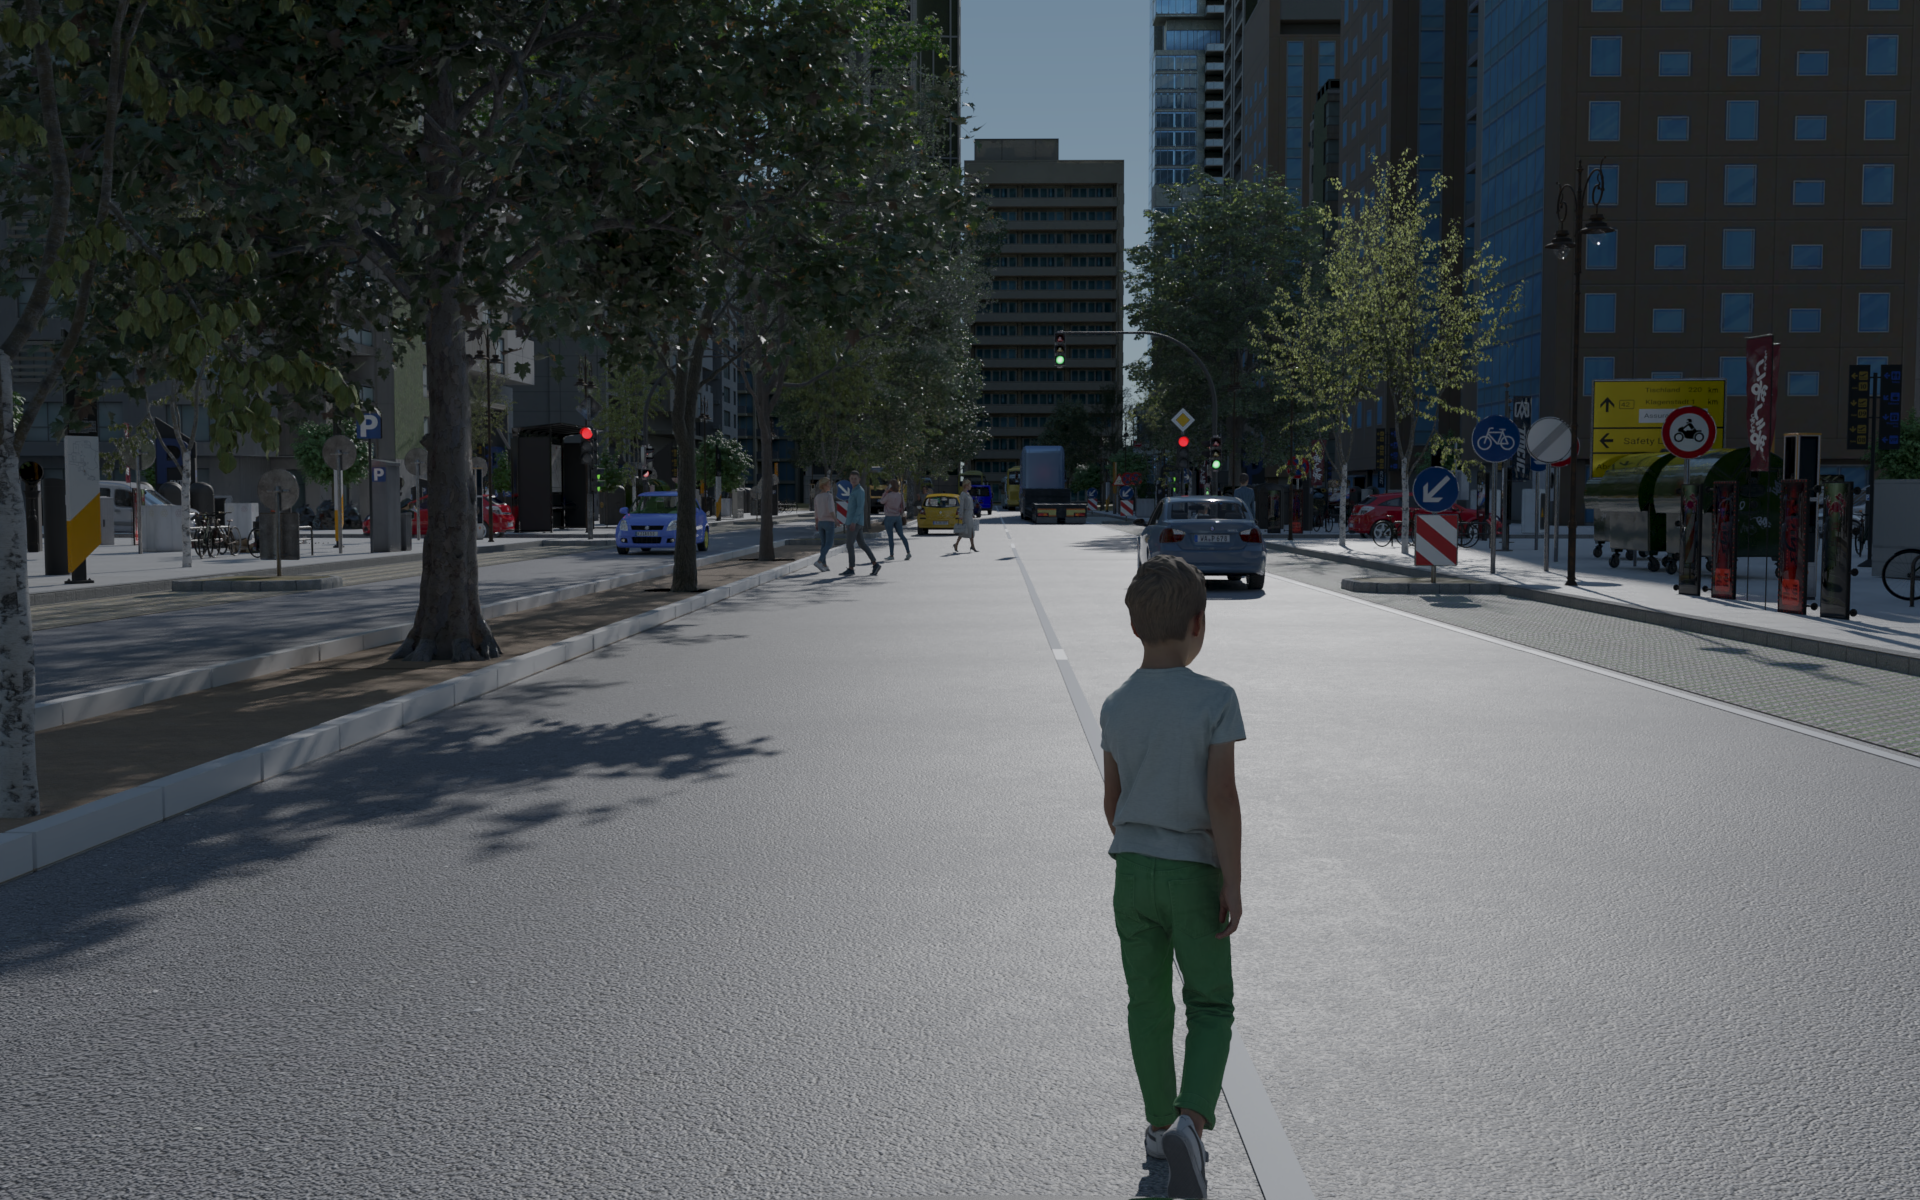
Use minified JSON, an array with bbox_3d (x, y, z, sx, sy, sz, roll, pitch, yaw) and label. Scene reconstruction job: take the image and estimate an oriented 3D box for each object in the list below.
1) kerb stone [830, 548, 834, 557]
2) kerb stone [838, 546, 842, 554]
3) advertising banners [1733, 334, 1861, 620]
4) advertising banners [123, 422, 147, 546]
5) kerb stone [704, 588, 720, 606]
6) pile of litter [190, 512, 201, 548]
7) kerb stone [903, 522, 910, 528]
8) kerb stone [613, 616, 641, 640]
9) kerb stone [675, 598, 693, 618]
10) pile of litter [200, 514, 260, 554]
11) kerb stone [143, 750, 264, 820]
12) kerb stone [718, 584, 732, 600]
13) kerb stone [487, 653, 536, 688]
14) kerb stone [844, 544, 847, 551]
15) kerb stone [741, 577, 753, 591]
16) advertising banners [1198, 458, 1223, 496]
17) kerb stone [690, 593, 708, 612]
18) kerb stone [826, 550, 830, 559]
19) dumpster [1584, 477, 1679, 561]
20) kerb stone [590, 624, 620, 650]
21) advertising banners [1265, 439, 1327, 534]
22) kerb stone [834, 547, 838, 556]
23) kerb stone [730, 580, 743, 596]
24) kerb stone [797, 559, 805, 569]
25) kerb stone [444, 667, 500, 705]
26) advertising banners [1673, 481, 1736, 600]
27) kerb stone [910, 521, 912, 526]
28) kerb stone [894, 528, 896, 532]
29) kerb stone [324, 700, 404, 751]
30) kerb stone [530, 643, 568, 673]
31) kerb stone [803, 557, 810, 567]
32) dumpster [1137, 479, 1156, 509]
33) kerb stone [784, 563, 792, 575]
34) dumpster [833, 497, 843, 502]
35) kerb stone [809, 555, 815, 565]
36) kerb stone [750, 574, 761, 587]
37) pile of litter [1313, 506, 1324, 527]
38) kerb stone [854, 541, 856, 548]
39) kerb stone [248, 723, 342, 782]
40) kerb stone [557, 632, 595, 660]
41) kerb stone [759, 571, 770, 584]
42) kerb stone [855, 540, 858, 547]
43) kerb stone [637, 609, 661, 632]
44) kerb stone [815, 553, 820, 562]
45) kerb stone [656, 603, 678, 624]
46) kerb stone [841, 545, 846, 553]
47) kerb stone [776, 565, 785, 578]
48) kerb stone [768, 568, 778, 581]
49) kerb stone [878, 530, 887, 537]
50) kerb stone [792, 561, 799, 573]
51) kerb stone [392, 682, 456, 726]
[{"bbox_3d":[-2.993,-1.021,38.883,0.120,0.150,1.000,0,4,1],"label":"kerb stone"},{"bbox_3d":[-2.953,-1.144,40.927,0.120,0.150,1.000,0,4,1],"label":"kerb stone"},{"bbox_3d":[8.939,-1.364,18.489,0.090,3.025,2.074,0,4,-6],"label":"advertising banners"},{"bbox_3d":[-20.618,-2.881,43.292,0.090,3.025,2.074,-1,4,-13],"label":"advertising banners"},{"bbox_3d":[-3.282,-0.017,22.479,0.120,0.150,1.000,0,4,1],"label":"kerb stone"},{"bbox_3d":[-17.956,-1.679,41.409,1.719,0.858,1.176,2,4,25],"label":"pile of litter"},{"bbox_3d":[-2.347,-3.244,75.230,0.120,0.150,1.000,0,4,1],"label":"kerb stone"},{"bbox_3d":[-3.377,0.297,17.340,0.120,0.150,1.000,0,4,1],"label":"kerb stone"},{"bbox_3d":[-3.322,0.112,20.425,0.120,0.150,1.000,0,4,1],"label":"kerb stone"},{"bbox_3d":[-15.510,-1.473,38.043,1.176,0.858,1.719,3,5,44],"label":"pile of litter"},{"bbox_3d":[-3.541,0.862,8.101,0.120,0.150,1.000,0,4,1],"label":"kerb stone"},{"bbox_3d":[-3.271,-0.080,23.507,0.120,0.150,1.000,0,4,1],"label":"kerb stone"},{"bbox_3d":[-3.449,0.548,13.235,0.120,0.150,1.000,0,4,1],"label":"kerb stone"},{"bbox_3d":[-2.923,-1.269,42.975,0.120,0.150,1.000,0,4,1],"label":"kerb stone"},{"bbox_3d":[-3.227,-0.206,25.562,0.120,0.150,1.000,0,4,1],"label":"kerb stone"},{"bbox_3d":[11.943,-5.161,80.574,2.074,3.025,0.090,-1,4,-22],"label":"advertising banners"},{"bbox_3d":[-3.300,0.051,21.447,0.120,0.150,1.000,0,4,1],"label":"kerb stone"},{"bbox_3d":[-3.000,-0.958,37.857,0.120,0.150,1.000,0,4,1],"label":"kerb stone"},{"bbox_3d":[13.352,-1.932,34.089,1.502,2.255,1.985,0,4,1],"label":"dumpster"},{"bbox_3d":[-3.392,0.359,16.318,0.120,0.150,1.000,0,4,1],"label":"kerb stone"},{"bbox_3d":[10.828,-3.651,55.879,2.074,3.025,0.090,2,4,33],"label":"advertising banners"},{"bbox_3d":[-2.971,-1.080,39.905,0.120,0.150,1.000,0,4,1],"label":"kerb stone"},{"bbox_3d":[-3.245,-0.143,24.531,0.120,0.150,1.000,0,4,1],"label":"kerb stone"},{"bbox_3d":[-3.099,-0.638,32.734,0.120,0.150,1.000,0,4,1],"label":"kerb stone"},{"bbox_3d":[-3.466,0.612,12.213,0.120,0.150,1.000,0,4,1],"label":"kerb stone"},{"bbox_3d":[9.357,-1.528,21.172,0.090,3.025,2.074,0,4,-8],"label":"advertising banners"},{"bbox_3d":[-2.326,-3.306,76.252,0.120,0.150,1.000,0,4,1],"label":"kerb stone"},{"bbox_3d":[-2.542,-2.553,63.963,0.120,0.150,1.000,0,4,1],"label":"kerb stone"},{"bbox_3d":[-3.501,0.737,10.150,0.120,0.150,1.000,0,4,1],"label":"kerb stone"},{"bbox_3d":[-3.434,0.491,14.264,0.120,0.150,1.000,0,4,1],"label":"kerb stone"},{"bbox_3d":[-3.084,-0.707,33.756,0.120,0.150,1.000,0,4,1],"label":"kerb stone"},{"bbox_3d":[11.875,-6.546,109.523,1.502,2.255,1.985,0,4,1],"label":"dumpster"},{"bbox_3d":[-3.144,-0.520,30.690,0.120,0.150,1.000,0,4,1],"label":"kerb stone"},{"bbox_3d":[-9.057,-6.904,121.090,1.865,1.857,1.264,0,4,2],"label":"dumpster"},{"bbox_3d":[-3.064,-0.770,34.785,0.120,0.150,1.000,0,4,1],"label":"kerb stone"},{"bbox_3d":[-3.215,-0.269,26.588,0.120,0.150,1.000,0,4,1],"label":"kerb stone"},{"bbox_3d":[13.428,-3.258,67.226,1.719,0.858,1.176,-2,4,-30],"label":"pile of litter"},{"bbox_3d":[-2.878,-1.389,45.021,0.120,0.150,1.000,0,4,1],"label":"kerb stone"},{"bbox_3d":[-3.518,0.803,9.123,0.120,0.150,1.000,0,4,1],"label":"kerb stone"},{"bbox_3d":[-3.418,0.422,15.291,0.120,0.150,1.000,0,4,1],"label":"kerb stone"},{"bbox_3d":[-3.188,-0.332,27.618,0.120,0.150,1.000,0,4,1],"label":"kerb stone"},{"bbox_3d":[-2.857,-1.459,46.053,0.120,0.150,1.000,0,4,1],"label":"kerb stone"},{"bbox_3d":[-3.357,0.236,18.366,0.120,0.150,1.000,0,4,1],"label":"kerb stone"},{"bbox_3d":[-3.044,-0.833,35.807,0.120,0.150,1.000,0,4,1],"label":"kerb stone"},{"bbox_3d":[-3.344,0.171,19.401,0.120,0.150,1.000,0,4,1],"label":"kerb stone"},{"bbox_3d":[-2.935,-1.203,41.949,0.120,0.150,1.000,0,4,1],"label":"kerb stone"},{"bbox_3d":[-3.154,-0.457,29.668,0.120,0.150,1.000,0,4,1],"label":"kerb stone"},{"bbox_3d":[-3.172,-0.394,28.640,0.120,0.150,1.000,0,4,1],"label":"kerb stone"},{"bbox_3d":[-2.637,-2.241,58.848,0.120,0.150,1.000,0,4,1],"label":"kerb stone"},{"bbox_3d":[-3.118,-0.582,31.712,0.120,0.150,1.000,0,4,1],"label":"kerb stone"},{"bbox_3d":[-3.484,0.675,11.181,0.120,0.150,1.000,0,4,1],"label":"kerb stone"}]
